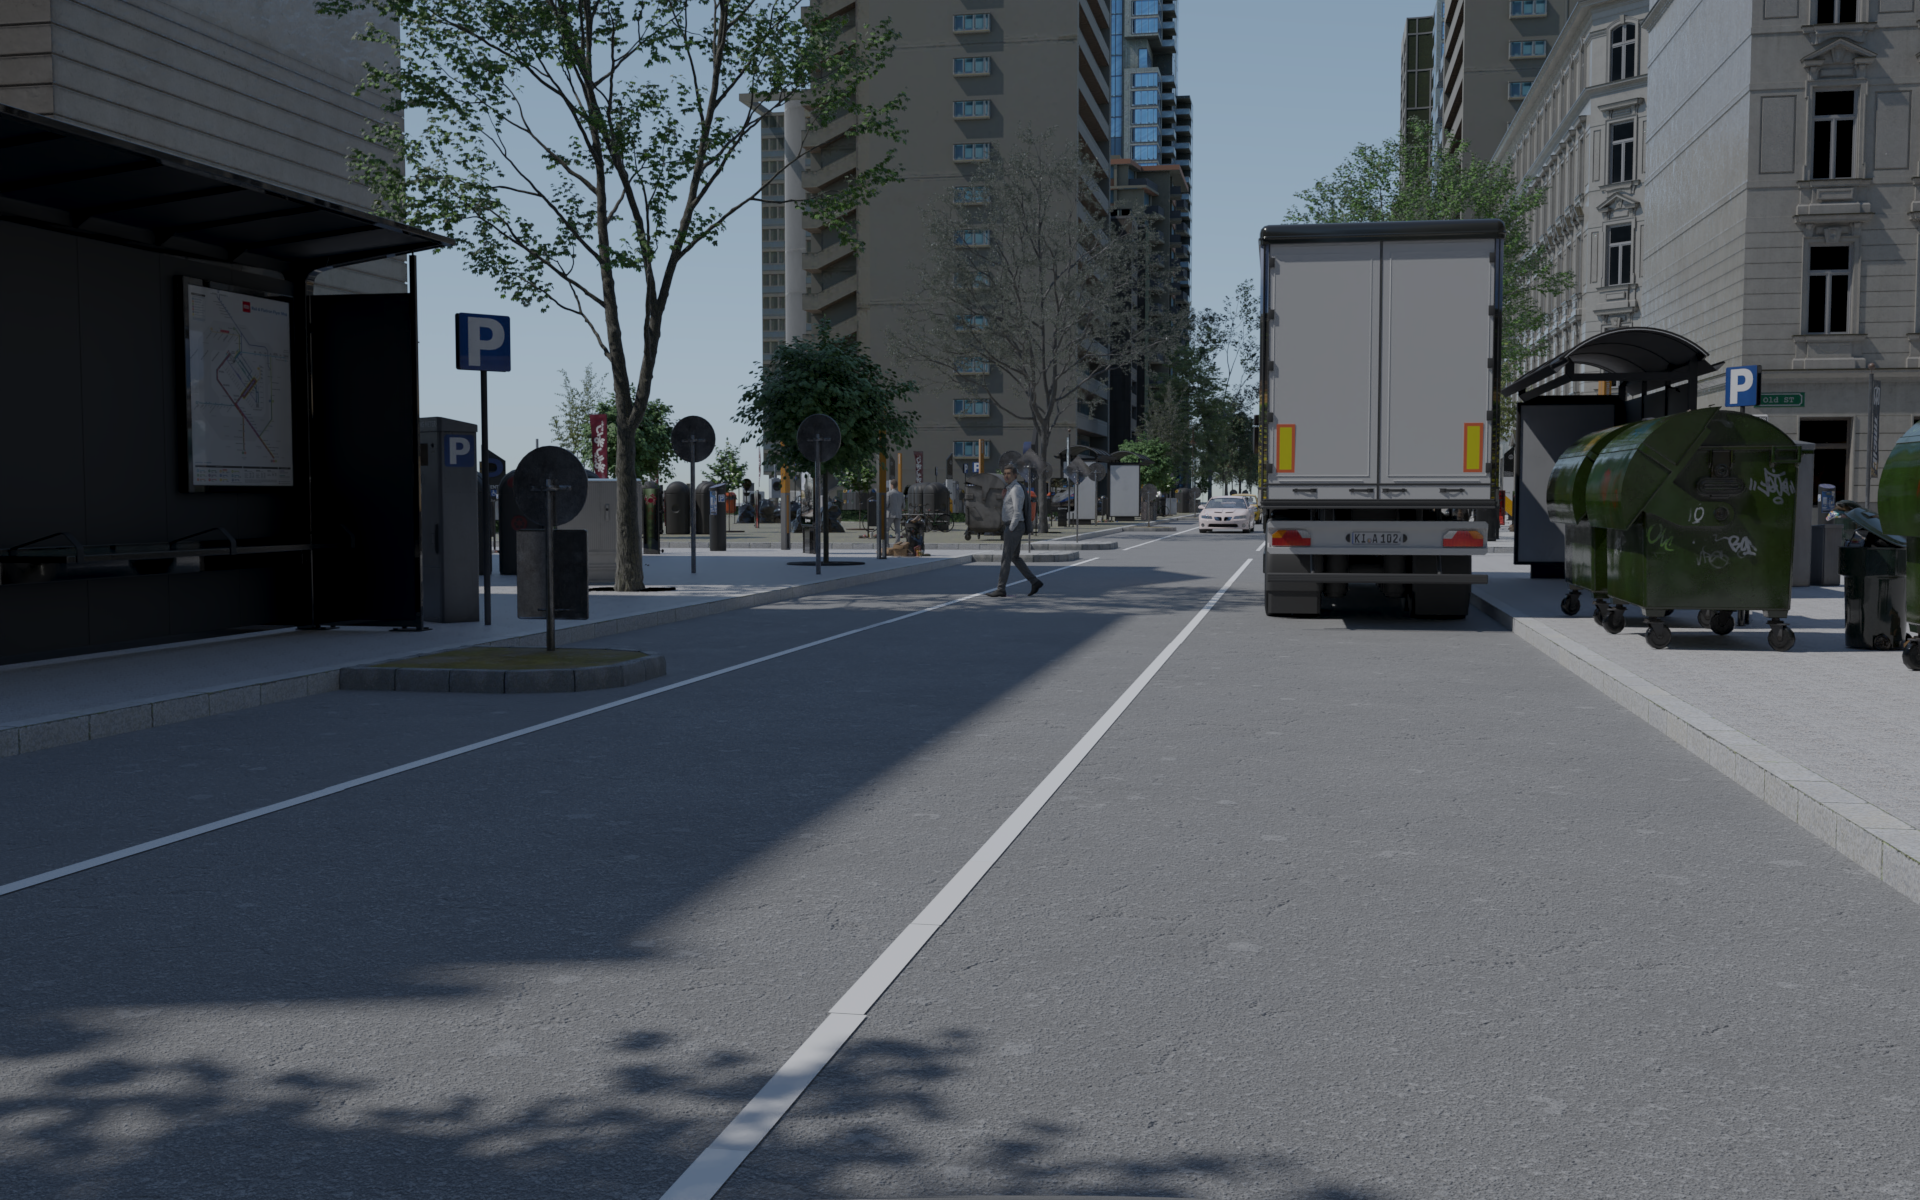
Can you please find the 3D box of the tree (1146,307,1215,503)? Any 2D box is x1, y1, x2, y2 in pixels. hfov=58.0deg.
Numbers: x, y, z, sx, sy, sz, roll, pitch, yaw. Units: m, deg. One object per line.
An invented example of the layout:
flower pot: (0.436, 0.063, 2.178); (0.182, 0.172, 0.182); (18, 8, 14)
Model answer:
tree: (22.969, -18.164, 152.867); (12.611, 20.169, 13.585); (0, 3, 0)

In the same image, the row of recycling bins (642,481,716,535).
row of recycling bins: (-9.379, -2.937, 55.130); (3.534, 1.692, 1.069); (0, 4, 2)

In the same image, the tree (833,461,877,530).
tree: (-3.589, -4.109, 61.791); (1.663, 3.219, 1.824); (0, 3, 0)

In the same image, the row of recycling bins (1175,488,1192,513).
row of recycling bins: (15.303, -6.805, 118.378); (1.069, 1.692, 3.534); (0, 4, 2)

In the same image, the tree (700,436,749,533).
tree: (-7.877, -3.879, 58.024); (1.663, 3.219, 1.824); (0, 3, 0)

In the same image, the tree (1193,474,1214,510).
tree: (20.164, -9.144, 144.104); (1.663, 3.219, 1.824); (0, 3, 0)

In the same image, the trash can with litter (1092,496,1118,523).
trash can with litter: (6.347, -4.140, 78.739); (1.678, 1.210, 2.233); (2, 4, 26)

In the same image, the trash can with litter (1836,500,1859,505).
trash can with litter: (16.736, -1.277, 32.259); (1.055, 1.170, 0.624); (-1, 4, -22)

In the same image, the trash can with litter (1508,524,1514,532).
trash can with litter: (18.855, -2.879, 58.460); (0.624, 1.170, 1.055); (-1, 4, -14)

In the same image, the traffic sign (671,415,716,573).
traffic sign: (-4.326, -1.709, 28.049); (0.768, 2.556, 0.104); (1, 4, 12)

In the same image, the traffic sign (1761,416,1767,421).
traffic sign: (10.117, -1.244, 22.462); (0.606, 2.300, 0.079); (1, 4, 14)

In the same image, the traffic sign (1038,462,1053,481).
traffic sign: (3.261, -4.146, 67.892); (0.768, 2.556, 0.104); (1, 4, 21)

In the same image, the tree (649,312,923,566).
tree: (-2.516, -2.924, 31.525); (4.285, 4.588, 4.351); (0, 3, 0)

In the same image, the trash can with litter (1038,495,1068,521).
trash can with litter: (4.189, -4.722, 88.264); (2.233, 1.210, 1.678); (-2, 4, -25)

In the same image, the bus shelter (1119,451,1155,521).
bus shelter: (8.150, -5.481, 83.530); (2.014, 3.302, 5.546); (1, 4, 11)

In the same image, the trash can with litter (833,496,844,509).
trash can with litter: (-6.670, -5.316, 98.299); (1.055, 1.170, 0.624); (2, 4, 29)

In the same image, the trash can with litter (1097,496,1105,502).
trash can with litter: (9.078, -6.221, 113.104); (0.624, 1.170, 1.055); (-2, 4, -25)

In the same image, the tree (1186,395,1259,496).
tree: (29.841, -16.957, 194.256); (9.611, 12.733, 9.660); (0, 3, 0)

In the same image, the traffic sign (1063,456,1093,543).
traffic sign: (3.091, -2.564, 45.564); (0.795, 2.450, 0.064); (1, 4, 11)

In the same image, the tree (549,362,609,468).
tree: (-21.310, -8.993, 97.393); (4.737, 8.622, 4.395); (0, 3, 0)

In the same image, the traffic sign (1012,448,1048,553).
traffic sign: (1.518, -2.085, 37.735); (0.795, 2.450, 0.064); (1, 4, 11)

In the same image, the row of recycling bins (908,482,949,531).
row of recycling bins: (-1.183, -3.347, 61.836); (1.069, 1.692, 3.534); (-1, 4, -13)

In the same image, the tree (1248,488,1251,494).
tree: (43.107, -18.818, 258.041); (4.360, 8.622, 3.978); (0, 3, 0)

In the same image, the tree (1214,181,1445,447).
tree: (24.154, -15.316, 106.305); (12.611, 20.169, 13.585); (0, 3, 0)

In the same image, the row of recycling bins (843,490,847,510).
row of recycling bins: (-6.747, -6.328, 110.575); (1.069, 1.692, 3.534); (-1, 4, -15)

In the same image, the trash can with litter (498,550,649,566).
trash can with litter: (-6.782, -1.215, 30.916); (2.233, 1.210, 1.678); (2, 4, 32)

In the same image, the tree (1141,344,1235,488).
tree: (17.334, -13.045, 131.418); (7.486, 12.596, 7.792); (0, 3, 0)

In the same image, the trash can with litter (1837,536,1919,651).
trash can with litter: (7.784, -0.172, 14.194); (0.624, 1.170, 1.055); (-3, 4, -37)

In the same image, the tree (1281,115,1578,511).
tree: (13.150, -7.533, 48.927); (9.928, 11.665, 9.643); (0, 3, 0)

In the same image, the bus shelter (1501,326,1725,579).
bus shelter: (8.703, -1.820, 23.674); (2.014, 3.302, 5.546); (1, 4, 11)

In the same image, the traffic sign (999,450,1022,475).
traffic sign: (1.499, -3.087, 50.585); (0.768, 2.556, 0.104); (1, 4, 12)

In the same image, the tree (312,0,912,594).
tree: (-4.285, -5.930, 22.707); (9.928, 11.665, 9.643); (0, 3, 0)

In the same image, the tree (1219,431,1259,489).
tree: (33.898, -17.113, 214.203); (8.767, 10.594, 7.601); (2, 4, 30)

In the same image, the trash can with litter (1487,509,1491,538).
trash can with litter: (15.086, -2.369, 50.127); (0.624, 1.170, 1.055); (-1, 4, -17)

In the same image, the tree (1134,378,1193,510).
tree: (12.818, -9.789, 110.406); (4.360, 8.622, 3.978); (0, 3, 0)

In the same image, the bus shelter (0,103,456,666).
bus shelter: (-6.095, -1.343, 13.236); (1.731, 3.624, 6.357); (1, 4, 11)

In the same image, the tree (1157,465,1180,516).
tree: (11.995, -6.569, 102.011); (1.663, 3.219, 1.824); (0, 3, 0)

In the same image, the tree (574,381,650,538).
tree: (-9.518, -4.083, 50.466); (4.285, 4.588, 4.351); (0, 3, 0)

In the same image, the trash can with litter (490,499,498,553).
trash can with litter: (-10.110, -1.633, 37.758); (2.233, 1.210, 1.678); (2, 4, 24)

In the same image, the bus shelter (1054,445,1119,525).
bus shelter: (5.390, -4.905, 74.118); (2.014, 3.302, 5.546); (1, 4, 11)

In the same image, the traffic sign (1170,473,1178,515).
traffic sign: (12.535, -6.312, 103.204); (0.884, 2.594, 0.081); (1, 4, 19)

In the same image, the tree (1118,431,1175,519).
tree: (9.665, -6.510, 90.157); (4.285, 4.588, 4.351); (0, 3, 0)

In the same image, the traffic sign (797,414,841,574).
traffic sign: (-2.263, -1.681, 27.595); (0.768, 2.556, 0.104); (1, 4, 20)

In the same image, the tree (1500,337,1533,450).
tree: (23.172, -7.690, 76.095); (4.737, 8.622, 4.395); (0, 3, 0)

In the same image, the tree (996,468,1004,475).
tree: (2.789, -7.216, 112.575); (1.663, 3.219, 1.824); (0, 3, 0)

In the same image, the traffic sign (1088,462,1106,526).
traffic sign: (5.482, -4.265, 69.833); (0.768, 2.556, 0.104); (1, 4, 18)

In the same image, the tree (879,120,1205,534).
tree: (2.724, -8.942, 56.569); (12.009, 13.543, 11.850); (0, 3, 0)

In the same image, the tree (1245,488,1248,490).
tree: (45.575, -19.598, 270.780); (4.737, 8.622, 4.395); (0, 3, 0)
